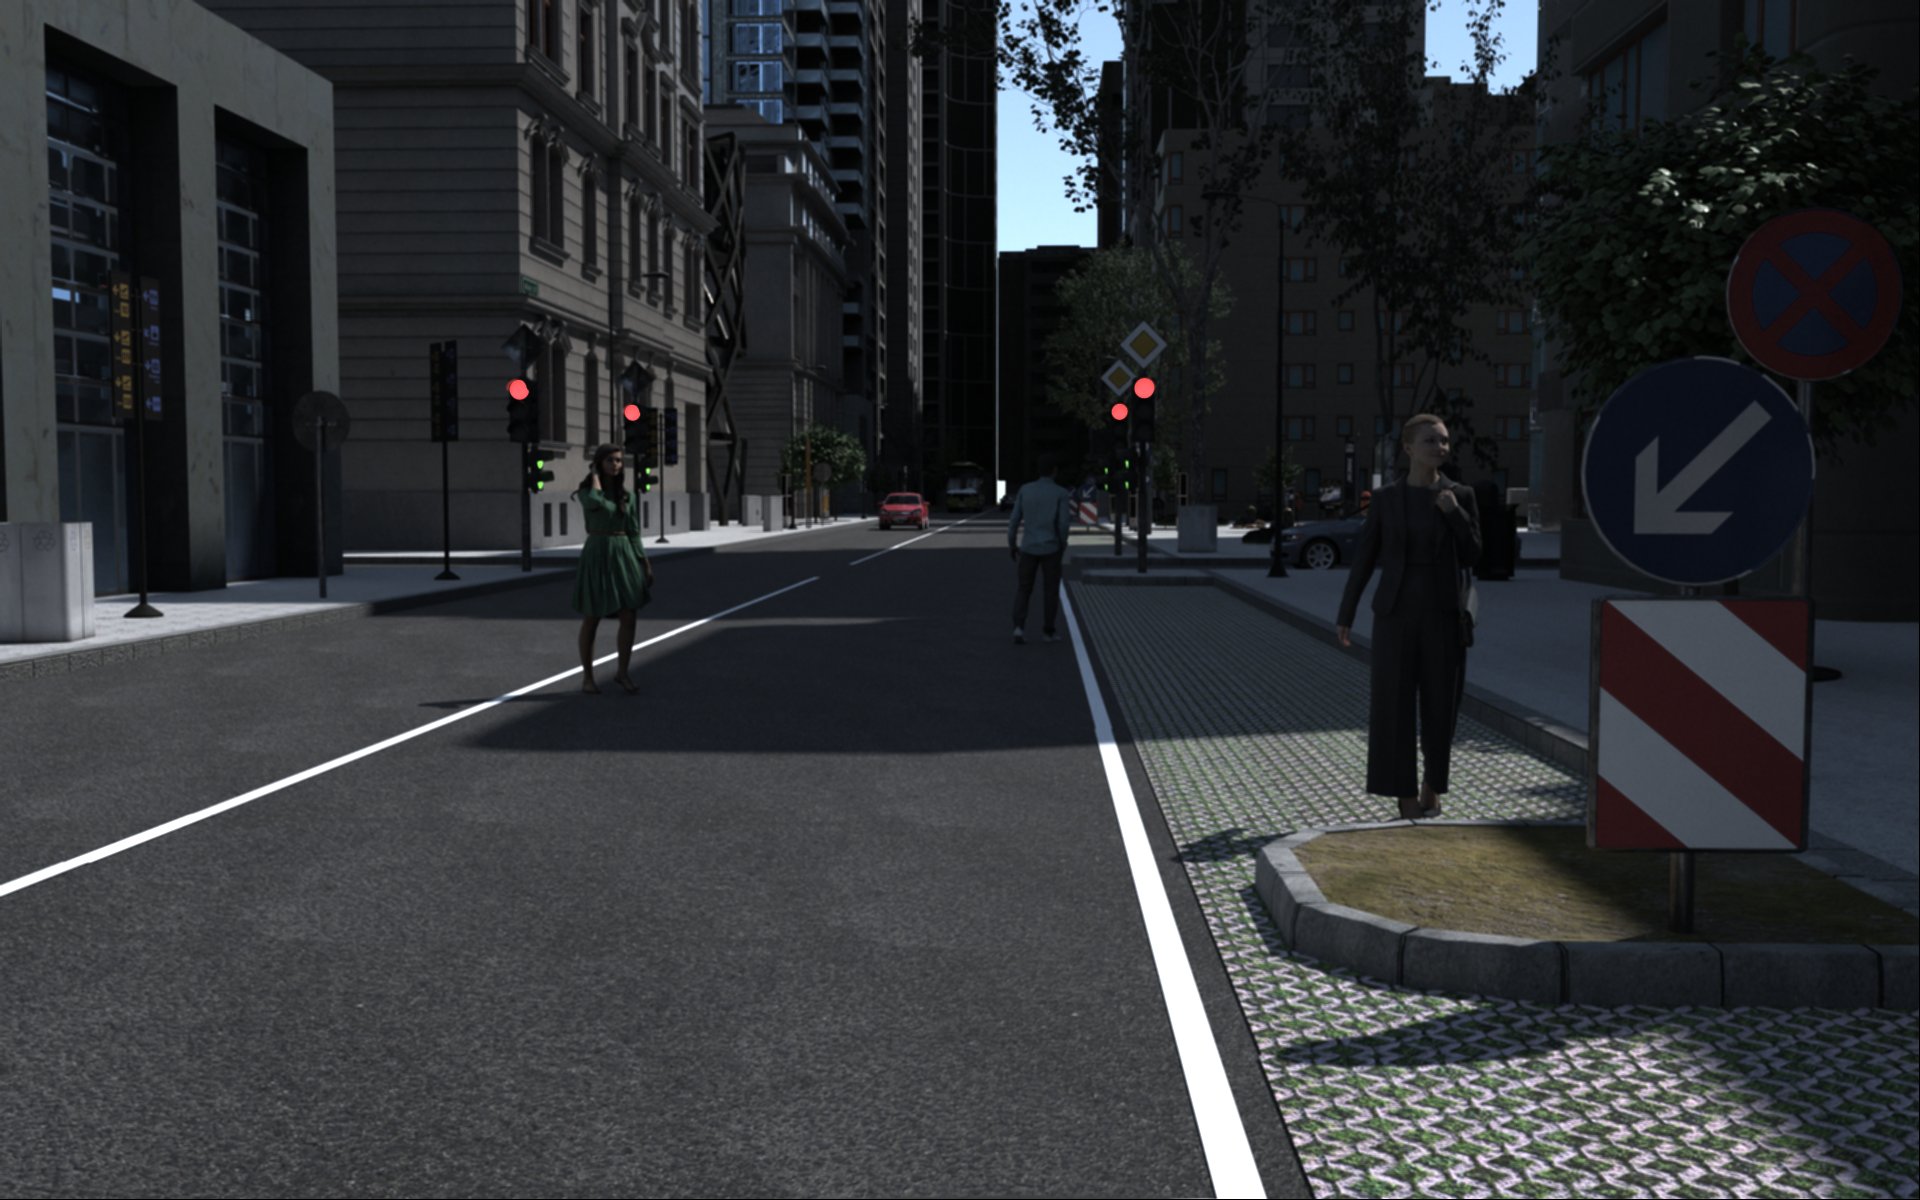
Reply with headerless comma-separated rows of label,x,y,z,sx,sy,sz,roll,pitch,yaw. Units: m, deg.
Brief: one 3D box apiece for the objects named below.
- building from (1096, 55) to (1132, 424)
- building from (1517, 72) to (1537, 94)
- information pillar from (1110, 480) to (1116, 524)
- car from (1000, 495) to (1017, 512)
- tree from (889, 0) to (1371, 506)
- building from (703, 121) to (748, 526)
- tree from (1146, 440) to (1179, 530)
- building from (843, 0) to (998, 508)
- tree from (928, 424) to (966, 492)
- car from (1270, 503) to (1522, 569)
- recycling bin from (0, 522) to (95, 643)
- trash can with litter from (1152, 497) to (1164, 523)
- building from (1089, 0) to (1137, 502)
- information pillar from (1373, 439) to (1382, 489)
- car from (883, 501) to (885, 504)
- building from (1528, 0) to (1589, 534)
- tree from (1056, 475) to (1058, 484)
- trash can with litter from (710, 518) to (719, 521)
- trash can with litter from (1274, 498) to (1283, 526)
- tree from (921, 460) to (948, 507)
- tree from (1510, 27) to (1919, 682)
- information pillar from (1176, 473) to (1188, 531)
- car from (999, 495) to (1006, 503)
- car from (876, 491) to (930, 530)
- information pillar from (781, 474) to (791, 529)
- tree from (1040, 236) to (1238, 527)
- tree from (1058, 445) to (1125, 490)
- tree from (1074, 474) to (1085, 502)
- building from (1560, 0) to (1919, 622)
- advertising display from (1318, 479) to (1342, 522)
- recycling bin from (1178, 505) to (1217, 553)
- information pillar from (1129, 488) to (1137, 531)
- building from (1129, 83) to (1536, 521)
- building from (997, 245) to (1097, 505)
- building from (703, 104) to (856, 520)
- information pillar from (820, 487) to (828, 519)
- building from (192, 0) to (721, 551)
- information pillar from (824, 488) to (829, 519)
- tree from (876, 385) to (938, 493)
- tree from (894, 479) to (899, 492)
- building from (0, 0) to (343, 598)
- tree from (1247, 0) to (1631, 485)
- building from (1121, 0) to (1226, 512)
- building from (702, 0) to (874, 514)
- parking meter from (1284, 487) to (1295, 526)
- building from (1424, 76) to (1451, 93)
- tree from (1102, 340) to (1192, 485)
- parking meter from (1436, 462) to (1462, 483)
building,21.128,-32.190,176.413,14.600,45.320,14.200,0,4,2
building,70.348,-31.566,170.722,28.867,44.769,22.147,0,4,2
information pillar,6.595,-4.258,74.109,0.304,2.012,0.304,1,4,15
car,4.179,-7.786,139.888,1.945,1.354,3.894,0,4,4
tree,5.058,-11.568,45.027,12.611,20.169,13.585,0,3,0
building,-17.405,-12.419,70.500,16.820,18.784,16.811,0,4,2
tree,7.456,-4.145,62.372,1.663,3.219,1.824,0,3,0
building,-5.994,-46.951,205.900,20.611,71.187,20.563,0,4,2
tree,-1.260,-14.094,180.797,4.737,8.622,4.395,0,3,0
car,7.993,-1.221,31.968,4.499,1.417,2.014,0,4,1
recycling bin,-8.103,-0.163,15.223,0.722,1.027,0.722,-1,4,-9
trash can with litter,8.909,-4.022,77.144,1.055,1.170,0.624,-3,5,-44
building,23.187,-51.365,152.490,22.319,86.520,31.000,0,4,2
information pillar,17.626,-5.006,73.201,0.504,3.616,0.183,-3,5,-40
car,-2.582,-4.329,80.367,1.945,1.707,3.694,0,4,2
building,31.638,-26.145,47.078,30.456,49.044,23.786,0,4,2
tree,11.753,-12.091,181.403,4.285,4.588,4.351,0,3,0
trash can with litter,-11.879,-4.346,82.112,1.678,1.210,2.233,1,4,14
trash can with litter,9.460,-2.444,51.021,1.678,1.210,2.233,0,4,5
tree,-2.075,-11.244,167.547,4.285,4.588,4.351,0,3,0
tree,5.621,-1.753,12.380,4.285,4.588,4.351,0,3,0
information pillar,7.704,-3.404,60.147,0.304,2.012,0.304,-1,4,-14
car,4.743,-9.244,163.498,2.083,1.381,4.827,0,4,1
car,-2.264,-3.734,70.084,2.155,1.783,4.494,0,4,2
information pillar,-6.463,-3.673,64.545,0.304,2.012,0.304,3,4,37
tree,6.915,-8.745,68.734,9.928,11.665,9.643,0,3,0
tree,9.663,-8.134,116.703,4.285,4.588,4.351,0,3,0
tree,10.334,-9.308,146.780,1.663,3.219,1.824,0,3,0
building,22.301,-10.128,10.632,27.650,21.520,28.899,0,4,2
advertising display,16.121,-4.297,75.465,0.974,1.923,0.123,1,4,18
recycling bin,5.238,-1.568,38.190,0.722,1.027,0.722,2,4,23
information pillar,6.164,-3.459,61.042,0.304,2.012,0.304,2,4,32
building,24.077,-15.360,96.174,27.650,21.520,28.899,0,4,2
building,11.380,-26.439,203.985,14.107,30.474,14.160,0,4,2
building,-13.596,-15.562,96.247,13.314,21.916,24.055,0,4,2
information pillar,-6.895,-5.879,87.477,0.504,3.616,0.183,3,4,38
building,-15.543,-16.045,49.729,14.401,28.519,23.554,0,4,2
information pillar,-6.857,-5.155,88.772,0.304,2.012,0.304,0,4,-7
tree,-3.567,-10.235,117.705,4.360,8.622,3.978,0,3,0
tree,-4.707,-7.257,113.253,1.663,3.219,1.824,0,3,0
building,-25.776,-42.923,14.460,31.000,86.520,22.319,0,4,2
tree,5.501,-4.328,21.130,4.360,8.622,3.978,0,3,0
building,21.619,-42.140,127.244,20.563,71.187,20.611,0,4,2
building,-17.077,-49.735,125.845,22.319,86.520,31.000,0,4,2
parking meter,11.702,-3.249,61.527,0.372,1.533,0.369,0,3,0
building,43.355,-29.072,167.208,23.993,40.220,32.217,0,4,2
tree,8.626,-7.882,79.231,4.737,8.622,4.395,0,3,0
parking meter,8.097,-1.419,28.919,0.399,1.863,0.255,2,4,32
